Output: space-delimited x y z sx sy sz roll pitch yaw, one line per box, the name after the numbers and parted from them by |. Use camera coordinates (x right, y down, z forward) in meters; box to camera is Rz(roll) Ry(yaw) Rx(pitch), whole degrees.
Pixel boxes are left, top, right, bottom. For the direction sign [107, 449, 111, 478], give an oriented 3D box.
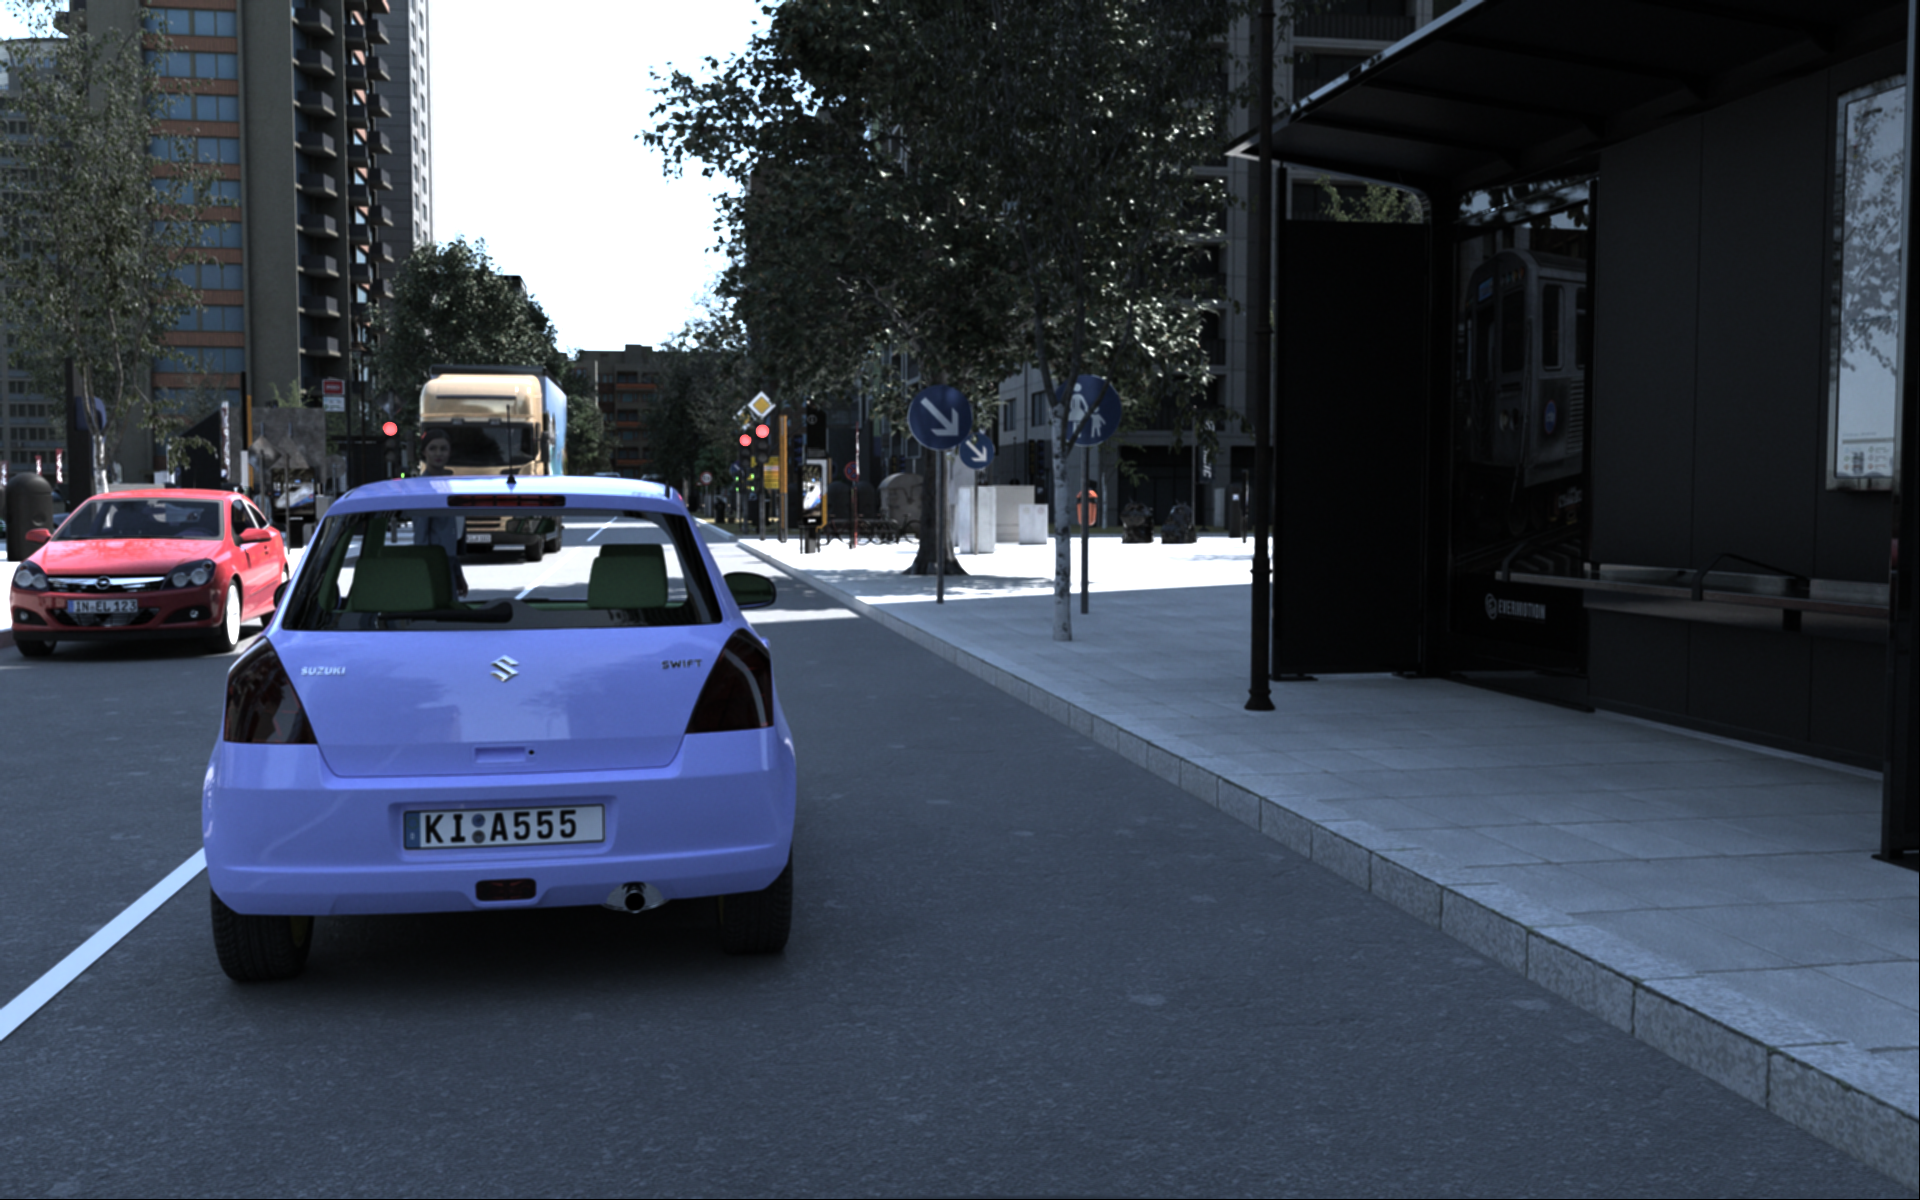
-42.780 -5.768 86.309 0.876 3.537 0.379 -1 4 -22 | direction sign

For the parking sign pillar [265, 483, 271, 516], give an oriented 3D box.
-41.387 -6.982 102.634 1.447 3.967 1.447 3 4 37 | parking sign pillar

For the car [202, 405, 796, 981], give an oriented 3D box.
-1.624 0.188 6.522 1.945 1.707 3.694 -1 4 -12 | car

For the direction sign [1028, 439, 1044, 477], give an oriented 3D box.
3.169 -4.901 72.135 0.876 3.537 0.379 -3 5 -41 | direction sign

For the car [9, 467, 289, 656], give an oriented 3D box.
-7.731 -0.474 16.794 2.155 1.783 4.494 -1 4 -12 | car

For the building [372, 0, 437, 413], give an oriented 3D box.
-63.979 -44.930 172.851 20.611 71.187 20.563 -1 4 -10 | building

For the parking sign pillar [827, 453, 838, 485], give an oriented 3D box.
-7.585 -6.898 101.257 1.447 3.967 1.447 1 4 20 | parking sign pillar

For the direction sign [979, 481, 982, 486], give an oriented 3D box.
0.486 -3.001 41.071 0.379 3.537 0.876 0 4 5 | direction sign

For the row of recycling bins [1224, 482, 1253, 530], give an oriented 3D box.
10.053 -3.395 62.622 1.069 1.692 3.534 1 4 8 | row of recycling bins

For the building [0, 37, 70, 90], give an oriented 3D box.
-109.085 -41.616 222.423 28.212 58.520 21.231 -1 4 -10 | building

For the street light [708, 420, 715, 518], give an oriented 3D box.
-13.255 -7.330 92.627 0.468 5.910 1.993 -1 4 -10 | street light

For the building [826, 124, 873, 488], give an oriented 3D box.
-0.995 -52.059 163.838 22.319 86.520 31.000 -1 4 -10 | building

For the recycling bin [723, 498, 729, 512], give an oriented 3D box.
-17.410 -7.014 127.236 0.722 1.027 0.722 0 4 4 | recycling bin

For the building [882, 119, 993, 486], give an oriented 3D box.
4.352 -41.797 121.635 20.563 71.187 20.611 -1 4 -10 | building

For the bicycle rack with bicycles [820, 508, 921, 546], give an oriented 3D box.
-2.317 -1.878 44.084 2.925 0.926 2.852 0 4 -2 | bicycle rack with bicycles

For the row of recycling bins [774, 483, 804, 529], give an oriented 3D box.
-4.959 -3.494 64.235 3.534 1.692 1.069 1 4 20 | row of recycling bins

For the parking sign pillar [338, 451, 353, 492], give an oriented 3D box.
-35.094 -6.769 99.140 1.447 3.967 1.447 3 5 40 | parking sign pillar

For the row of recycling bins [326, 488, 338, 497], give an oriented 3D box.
-41.304 -6.729 117.132 1.069 1.692 3.534 2 4 31 | row of recycling bins

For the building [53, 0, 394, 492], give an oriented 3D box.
-57.201 -29.465 136.369 22.147 44.769 28.867 -1 4 -10 | building

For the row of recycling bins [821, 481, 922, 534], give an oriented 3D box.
-2.720 -3.019 56.476 3.534 1.692 1.069 -2 4 -28 | row of recycling bins

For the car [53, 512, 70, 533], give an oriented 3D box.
-22.981 -2.157 47.267 4.499 1.417 2.014 -1 4 -11 | car

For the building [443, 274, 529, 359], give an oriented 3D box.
-63.899 -27.857 227.161 14.107 30.474 14.160 -1 4 -10 | building

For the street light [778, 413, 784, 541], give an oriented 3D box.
-4.870 -4.532 46.889 0.468 5.910 1.993 -1 4 -10 | street light

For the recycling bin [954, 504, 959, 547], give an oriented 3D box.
0.136 -1.820 42.310 0.722 1.027 0.722 2 4 25 | recycling bin

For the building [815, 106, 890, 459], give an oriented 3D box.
-8.820 -30.769 186.670 14.154 41.232 14.086 -1 4 -10 | building

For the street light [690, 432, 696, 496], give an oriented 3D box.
-19.737 -9.515 128.351 0.468 5.910 1.993 -1 4 -10 | street light

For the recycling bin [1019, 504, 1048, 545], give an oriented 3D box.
1.862 -1.914 43.853 0.722 1.027 0.722 0 4 3 | recycling bin

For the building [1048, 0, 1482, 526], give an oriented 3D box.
13.816 -39.167 78.639 20.611 71.187 20.563 -1 4 -10 | building

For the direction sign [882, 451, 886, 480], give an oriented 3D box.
-4.047 -6.080 91.408 0.379 3.537 0.876 0 4 -8 | direction sign

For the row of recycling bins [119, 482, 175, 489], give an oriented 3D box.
-28.929 -3.278 60.712 3.534 1.692 1.069 1 4 14 | row of recycling bins

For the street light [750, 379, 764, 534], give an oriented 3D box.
-6.512 -5.081 55.855 0.468 5.910 1.993 -1 4 -10 | street light

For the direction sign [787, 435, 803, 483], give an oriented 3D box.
-6.453 -4.546 66.331 0.876 3.537 0.379 0 4 7 | direction sign

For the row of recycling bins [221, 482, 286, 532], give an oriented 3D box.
-24.313 -3.167 58.890 3.534 1.692 1.069 0 4 5 | row of recycling bins

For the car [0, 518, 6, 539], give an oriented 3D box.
-28.509 -2.342 47.094 4.718 1.807 1.959 -1 4 -12 | car

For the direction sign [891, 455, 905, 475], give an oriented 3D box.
-3.620 -6.686 101.315 0.876 3.537 0.379 1 4 16 | direction sign

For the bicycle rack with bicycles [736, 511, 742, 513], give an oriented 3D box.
-13.654 -6.278 116.029 2.852 0.926 2.925 1 4 13 | bicycle rack with bicycles

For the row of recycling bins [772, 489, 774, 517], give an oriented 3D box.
-9.797 -5.503 97.083 1.069 1.692 3.534 -2 4 -30 | row of recycling bins

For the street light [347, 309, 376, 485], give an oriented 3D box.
-14.976 -4.324 43.477 0.468 5.910 1.993 -1 4 -10 | street light

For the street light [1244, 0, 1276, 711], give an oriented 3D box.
1.787 -2.285 10.151 0.468 5.910 1.993 -1 4 -10 | street light

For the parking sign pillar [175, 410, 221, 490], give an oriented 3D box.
-24.207 -4.070 55.024 1.447 3.967 1.447 3 5 41 | parking sign pillar

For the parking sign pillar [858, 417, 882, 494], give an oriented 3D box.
-3.081 -4.298 58.746 1.447 3.967 1.447 -1 4 -22 | parking sign pillar

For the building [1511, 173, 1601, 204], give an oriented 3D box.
45.225 -33.360 87.442 28.212 58.520 21.231 -1 4 -10 | building

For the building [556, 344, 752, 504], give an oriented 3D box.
-44.014 -24.066 238.520 28.899 21.520 27.650 -1 4 -10 | building

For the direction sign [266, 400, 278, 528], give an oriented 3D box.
-16.703 -3.066 42.129 0.379 3.537 0.876 -3 4 -38 | direction sign

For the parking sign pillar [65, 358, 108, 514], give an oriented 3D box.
-17.589 -2.842 34.935 1.447 3.967 1.447 -1 4 -12 | parking sign pillar

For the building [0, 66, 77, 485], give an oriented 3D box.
-84.809 -28.858 163.710 23.993 40.220 32.217 -1 4 -10 | building

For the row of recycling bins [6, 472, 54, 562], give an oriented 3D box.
-19.019 -1.558 32.578 3.534 1.692 1.069 -1 4 -20 | row of recycling bins

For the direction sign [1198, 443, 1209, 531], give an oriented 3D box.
8.420 -4.141 59.707 0.379 3.537 0.876 3 4 37 | direction sign

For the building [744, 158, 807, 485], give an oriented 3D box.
-21.427 -35.714 234.036 14.200 45.320 14.600 -1 4 -10 | building
